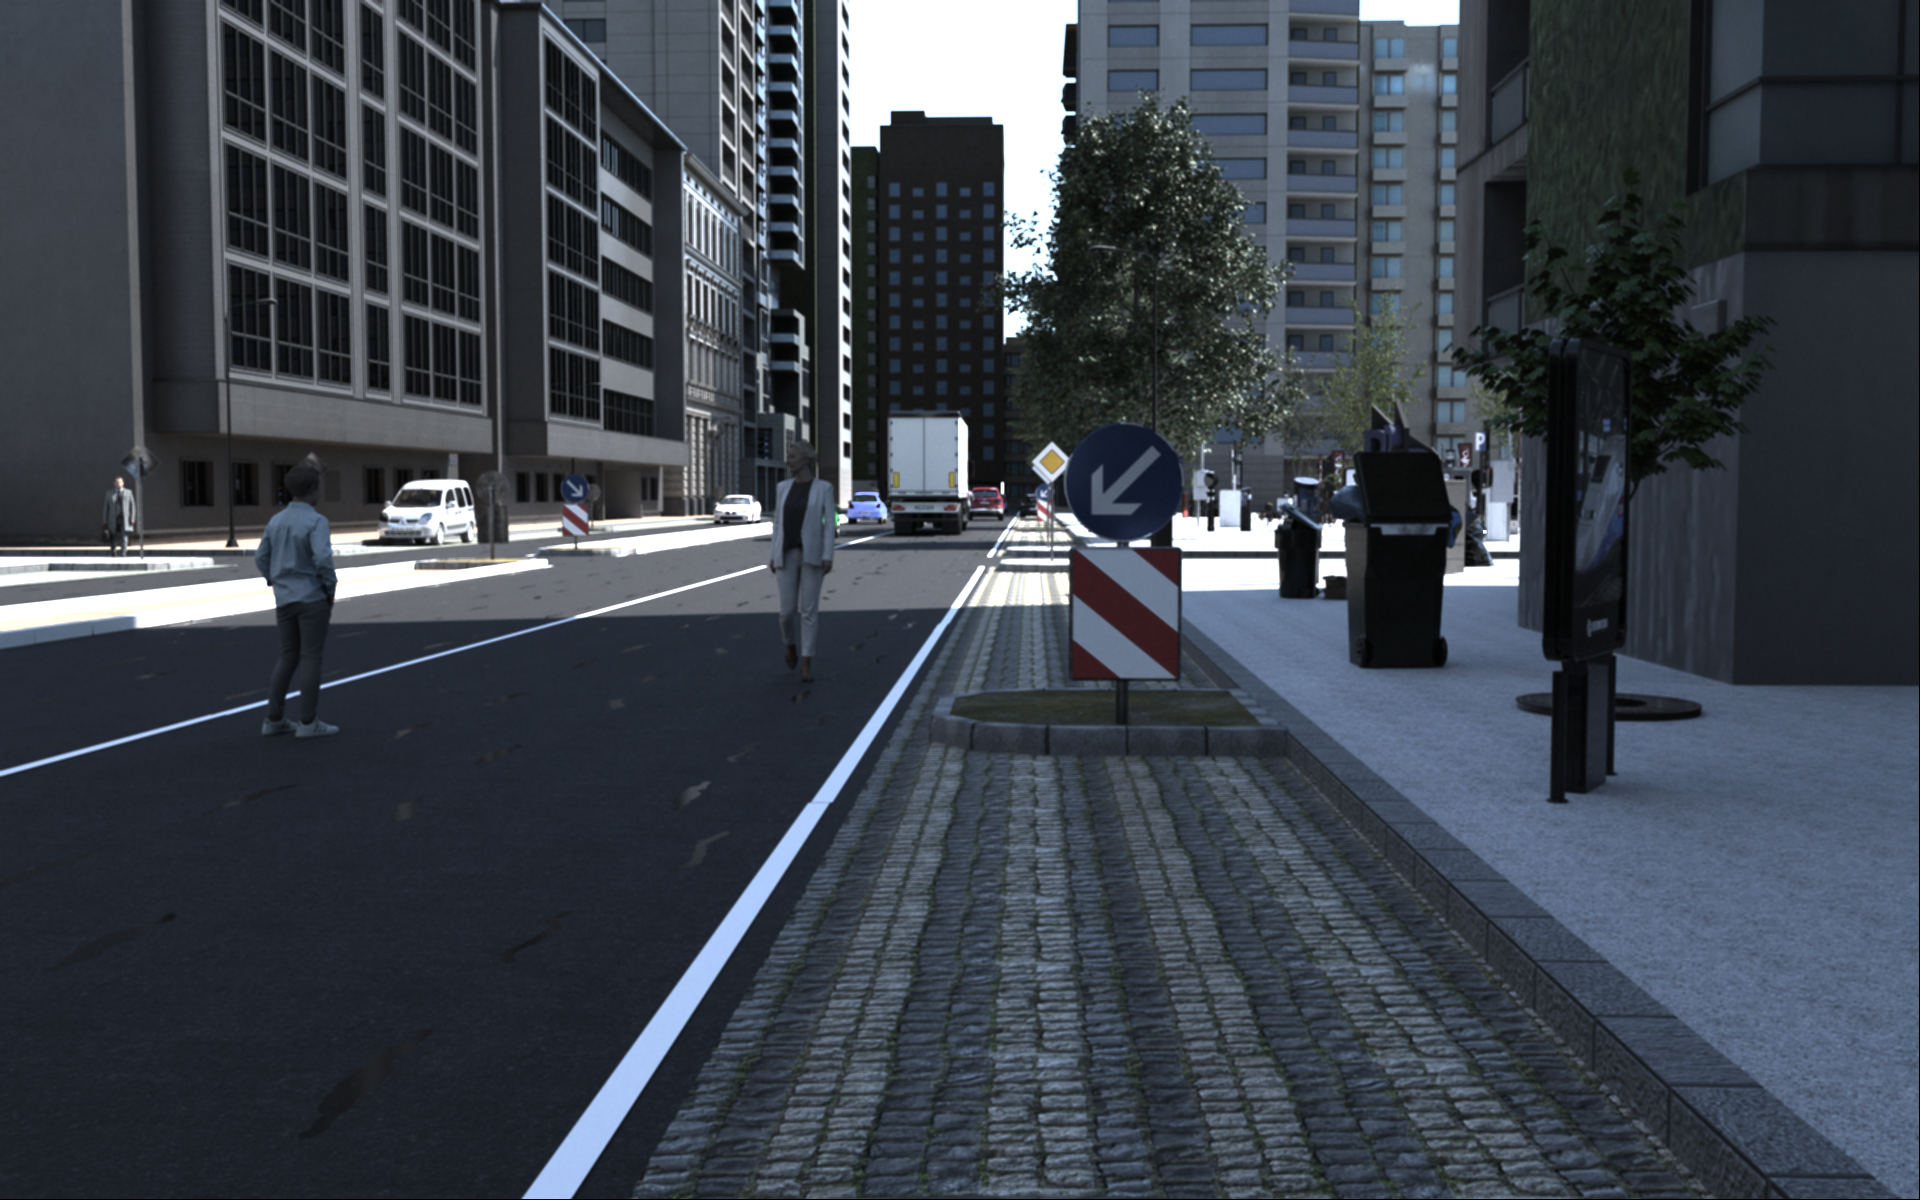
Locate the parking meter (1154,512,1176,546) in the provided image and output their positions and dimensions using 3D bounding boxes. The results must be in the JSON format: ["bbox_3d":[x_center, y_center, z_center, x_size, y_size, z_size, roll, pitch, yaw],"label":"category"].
[{"bbox_3d":[2.917,-1.171,24.853,0.255,1.863,0.399,0,4,4],"label":"parking meter"}]

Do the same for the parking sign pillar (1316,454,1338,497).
[{"bbox_3d":[22.949,-7.322,108.192,1.447,3.967,1.447,2,4,34],"label":"parking sign pillar"}]

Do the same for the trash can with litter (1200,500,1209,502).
[{"bbox_3d":[14.291,-5.557,102.242,0.624,1.170,1.055,2,4,24],"label":"trash can with litter"}]

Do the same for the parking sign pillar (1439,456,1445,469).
[{"bbox_3d":[26.942,-6.714,98.244,1.447,3.967,1.447,-1,4,-17],"label":"parking sign pillar"}]

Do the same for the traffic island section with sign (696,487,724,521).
[{"bbox_3d":[-13.014,-5.165,93.082,1.989,1.847,2.006,0,4,2],"label":"traffic island section with sign"}]

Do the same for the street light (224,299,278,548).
[{"bbox_3d":[-16.939,-4.211,41.389,1.470,5.913,1.316,0,4,2],"label":"street light"}]

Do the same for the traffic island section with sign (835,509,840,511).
[{"bbox_3d":[-10.955,-8.227,143.133,1.989,1.847,2.006,0,4,2],"label":"traffic island section with sign"}]

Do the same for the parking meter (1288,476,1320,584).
[{"bbox_3d":[4.965,-1.003,24.814,0.372,1.533,0.369,0,3,0],"label":"parking meter"}]

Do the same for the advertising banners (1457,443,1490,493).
[{"bbox_3d":[17.945,-3.846,59.071,2.074,3.025,0.090,3,4,38],"label":"advertising banners"}]

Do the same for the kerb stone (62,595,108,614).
[{"bbox_3d":[-10.779,0.063,21.183,0.120,0.150,1.000,0,4,2],"label":"kerb stone"}]

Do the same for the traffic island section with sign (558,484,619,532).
[{"bbox_3d":[-14.132,-3.518,66.150,1.989,1.847,2.006,0,4,2],"label":"traffic island section with sign"}]

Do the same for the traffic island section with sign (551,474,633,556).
[{"bbox_3d":[-8.898,-1.999,40.814,2.006,1.907,1.989,0,4,2],"label":"traffic island section with sign"}]

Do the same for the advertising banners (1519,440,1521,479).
[{"bbox_3d":[10.690,-2.139,31.153,2.074,3.025,0.090,-2,4,-30],"label":"advertising banners"}]

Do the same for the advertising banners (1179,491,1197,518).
[{"bbox_3d":[12.169,-5.938,93.271,2.074,3.025,0.090,-3,5,-42],"label":"advertising banners"}]

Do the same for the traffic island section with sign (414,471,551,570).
[{"bbox_3d":[-9.214,-1.546,33.413,2.006,1.907,1.989,0,4,2],"label":"traffic island section with sign"}]

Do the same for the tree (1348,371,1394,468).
[{"bbox_3d":[23.076,-9.241,101.451,4.360,8.622,3.978,0,3,0],"label":"tree"}]

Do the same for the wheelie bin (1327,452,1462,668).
[{"bbox_3d":[3.221,-0.309,12.961,0.980,1.594,0.693,0,4,-4],"label":"wheelie bin"}]

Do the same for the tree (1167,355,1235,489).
[{"bbox_3d":[11.602,-8.285,85.819,4.737,8.622,4.395,0,3,0],"label":"tree"}]

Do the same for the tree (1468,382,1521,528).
[{"bbox_3d":[21.382,-7.075,66.040,4.737,8.622,4.395,0,3,0],"label":"tree"}]

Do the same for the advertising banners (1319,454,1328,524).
[{"bbox_3d":[15.670,-4.790,74.501,0.090,3.025,2.074,0,3,0],"label":"advertising banners"}]

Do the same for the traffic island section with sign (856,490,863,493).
[{"bbox_3d":[-9.828,-9.874,170.064,1.989,1.847,2.006,0,4,2],"label":"traffic island section with sign"}]

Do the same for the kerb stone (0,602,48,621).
[{"bbox_3d":[-10.819,0.124,20.162,0.120,0.150,1.000,0,4,2],"label":"kerb stone"}]

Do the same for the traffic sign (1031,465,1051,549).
[{"bbox_3d":[2.064,-2.262,40.624,0.795,2.450,0.064,0,4,2],"label":"traffic sign"}]

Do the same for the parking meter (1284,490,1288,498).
[{"bbox_3d":[20.399,-6.103,108.202,0.372,1.533,0.369,0,3,0],"label":"parking meter"}]

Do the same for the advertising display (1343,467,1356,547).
[{"bbox_3d":[9.797,-2.254,42.074,0.974,1.923,0.123,0,4,-2],"label":"advertising display"}]

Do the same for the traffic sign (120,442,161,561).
[{"bbox_3d":[-15.795,-1.819,33.389,0.795,2.450,0.064,0,4,2],"label":"traffic sign"}]

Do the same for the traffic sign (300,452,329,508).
[{"bbox_3d":[-15.465,-2.307,41.368,0.795,2.450,0.064,0,4,2],"label":"traffic sign"}]

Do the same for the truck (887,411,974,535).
[{"bbox_3d":[-1.022,-4.599,64.105,2.839,4.237,11.283,0,4,2],"label":"truck"}]

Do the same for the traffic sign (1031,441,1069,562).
[{"bbox_3d":[1.733,-1.774,32.646,0.795,2.450,0.064,0,4,2],"label":"traffic sign"}]

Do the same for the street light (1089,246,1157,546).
[{"bbox_3d":[3.109,-3.670,32.539,1.470,5.913,1.316,0,4,2],"label":"street light"}]

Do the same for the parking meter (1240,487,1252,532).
[{"bbox_3d":[9.810,-3.120,59.422,0.372,1.533,0.369,0,3,0],"label":"parking meter"}]

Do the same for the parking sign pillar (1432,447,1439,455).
[{"bbox_3d":[19.507,-5.217,73.774,1.447,3.967,1.447,1,4,14],"label":"parking sign pillar"}]

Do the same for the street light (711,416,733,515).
[{"bbox_3d":[-14.279,-8.023,103.719,1.470,5.913,1.316,0,4,2],"label":"street light"}]

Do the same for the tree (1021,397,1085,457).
[{"bbox_3d":[7.388,-10.819,111.295,7.601,10.594,8.767,0,4,0],"label":"tree"}]

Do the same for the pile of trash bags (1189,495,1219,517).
[{"bbox_3d":[13.609,-5.343,97.103,1.912,1.369,3.447,-1,4,-10],"label":"pile of trash bags"}]

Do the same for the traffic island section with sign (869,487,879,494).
[{"bbox_3d":[-5.798,-6.590,115.889,2.006,1.907,1.989,0,4,2],"label":"traffic island section with sign"}]

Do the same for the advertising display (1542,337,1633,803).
[{"bbox_3d":[2.729,-0.141,7.523,0.123,1.923,0.974,2,4,34],"label":"advertising display"}]

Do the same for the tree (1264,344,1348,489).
[{"bbox_3d":[16.466,-8.184,84.173,4.360,8.622,3.978,0,3,0],"label":"tree"}]

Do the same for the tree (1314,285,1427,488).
[{"bbox_3d":[14.687,-6.828,61.995,4.737,8.622,4.395,0,3,0],"label":"tree"}]

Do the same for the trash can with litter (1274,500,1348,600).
[{"bbox_3d":[4.411,-0.609,21.338,1.055,1.170,0.624,2,4,29],"label":"trash can with litter"}]

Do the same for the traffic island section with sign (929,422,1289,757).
[{"bbox_3d":[0.832,-0.106,10.354,1.989,1.847,2.006,0,4,2],"label":"traffic island section with sign"}]

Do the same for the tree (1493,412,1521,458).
[{"bbox_3d":[32.980,-9.205,100.858,4.360,8.622,3.978,0,3,0],"label":"tree"}]

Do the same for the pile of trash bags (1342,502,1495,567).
[{"bbox_3d":[8.162,-1.340,31.669,1.912,1.369,3.447,-1,4,-21],"label":"pile of trash bags"}]

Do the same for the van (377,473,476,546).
[{"bbox_3d":[-15.067,-2.567,48.988,2.013,2.044,4.112,0,4,2],"label":"van"}]

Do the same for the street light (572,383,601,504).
[{"bbox_3d":[-15.709,-6.122,72.643,1.470,5.913,1.316,0,4,2],"label":"street light"}]

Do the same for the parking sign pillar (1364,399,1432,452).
[{"bbox_3d":[12.164,-3.658,48.284,1.447,3.967,1.447,0,4,2],"label":"parking sign pillar"}]

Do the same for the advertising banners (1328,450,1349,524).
[{"bbox_3d":[15.909,-4.474,69.332,2.074,3.025,0.090,1,4,17],"label":"advertising banners"}]
